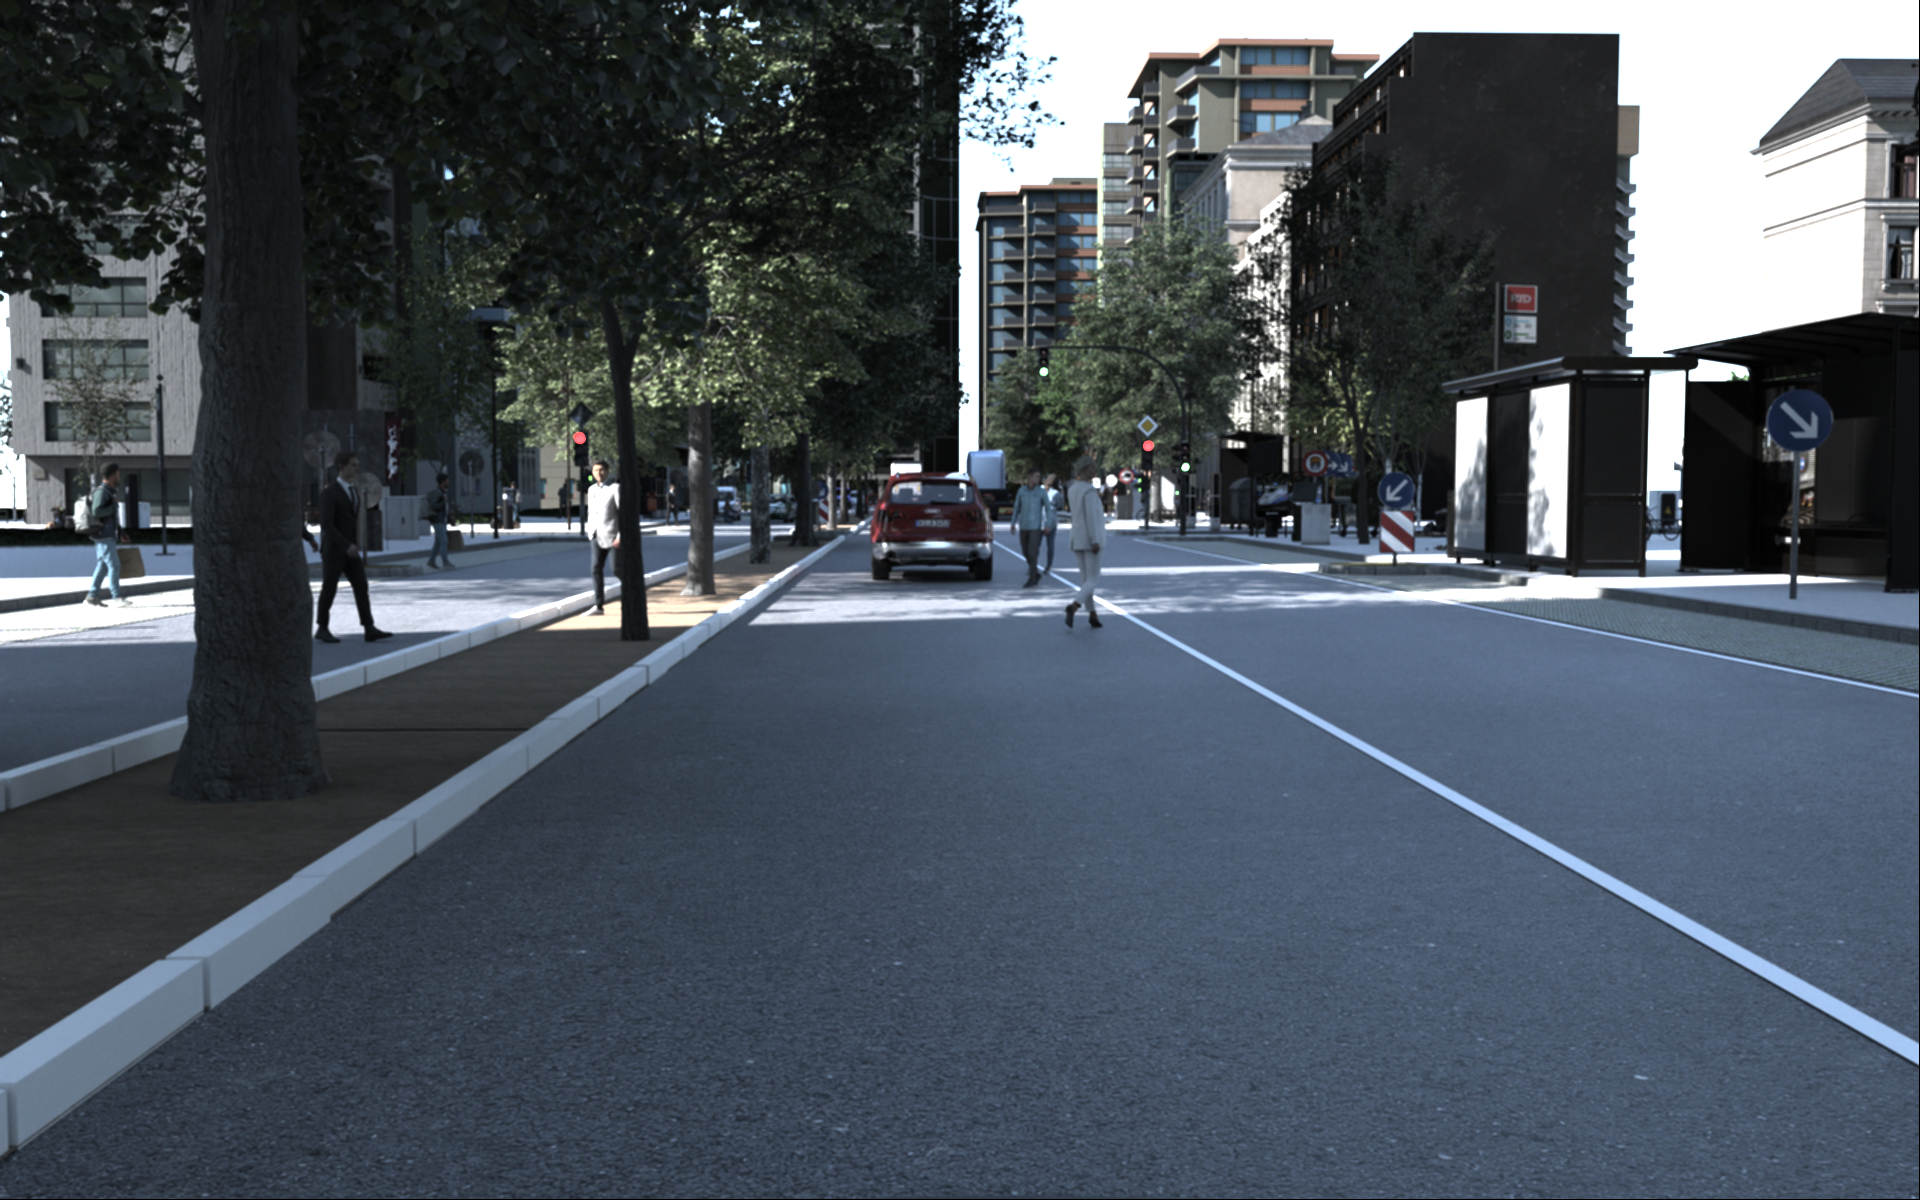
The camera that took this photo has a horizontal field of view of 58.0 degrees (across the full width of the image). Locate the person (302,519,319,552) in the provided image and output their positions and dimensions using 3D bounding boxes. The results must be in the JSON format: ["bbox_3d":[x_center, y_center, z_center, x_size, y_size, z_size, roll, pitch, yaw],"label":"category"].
[{"bbox_3d":[-6.804,-0.509,17.173,0.721,1.781,0.623,1,4,21],"label":"person"}]

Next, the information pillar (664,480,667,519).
[{"bbox_3d":[-15.376,-5.201,89.530,0.304,2.012,0.304,1,4,18],"label":"information pillar"}]

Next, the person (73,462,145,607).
[{"bbox_3d":[-10.644,-0.808,21.701,0.713,1.824,0.794,0,4,1],"label":"person"}]

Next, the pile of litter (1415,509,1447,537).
[{"bbox_3d":[14.341,-2.299,51.557,1.719,0.858,1.176,3,5,41],"label":"pile of litter"}]

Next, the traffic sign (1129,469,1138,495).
[{"bbox_3d":[8.568,-5.301,86.780,0.768,2.556,0.104,0,3,0],"label":"traffic sign"}]

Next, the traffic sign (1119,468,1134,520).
[{"bbox_3d":[8.126,-5.160,84.464,0.768,2.556,0.104,0,4,5],"label":"traffic sign"}]

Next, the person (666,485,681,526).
[{"bbox_3d":[-12.623,-4.154,76.189,0.755,1.850,0.659,2,4,29],"label":"person"}]

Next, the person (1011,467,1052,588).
[{"bbox_3d":[1.155,-1.121,26.697,0.638,1.841,0.748,2,4,35],"label":"person"}]

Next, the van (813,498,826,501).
[{"bbox_3d":[-11.082,-7.565,130.706,2.013,2.044,4.112,0,4,-1],"label":"van"}]

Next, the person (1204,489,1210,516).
[{"bbox_3d":[14.730,-5.890,101.704,0.648,1.900,0.474,2,4,34],"label":"person"}]

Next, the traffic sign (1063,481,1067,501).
[{"bbox_3d":[8.339,-8.390,137.172,0.884,2.594,0.081,0,4,-1],"label":"traffic sign"}]

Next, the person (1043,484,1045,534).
[{"bbox_3d":[3.028,-3.262,62.182,0.374,1.781,0.599,3,4,37],"label":"person"}]

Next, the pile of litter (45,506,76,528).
[{"bbox_3d":[-32.655,-2.992,62.890,1.719,0.858,1.176,0,4,4],"label":"pile of litter"}]

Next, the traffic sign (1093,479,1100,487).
[{"bbox_3d":[8.868,-6.814,113.531,0.606,2.300,0.079,0,4,-1],"label":"traffic sign"}]

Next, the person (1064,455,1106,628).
[{"bbox_3d":[1.299,-0.611,18.363,0.514,1.842,0.818,3,5,42],"label":"person"}]

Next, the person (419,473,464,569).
[{"bbox_3d":[-9.780,-1.483,32.732,0.713,1.824,0.794,1,4,13],"label":"person"}]

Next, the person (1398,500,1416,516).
[{"bbox_3d":[15.714,-3.336,60.944,0.694,1.780,0.624,1,4,20],"label":"person"}]

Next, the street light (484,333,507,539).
[{"bbox_3d":[-13.379,-4.709,49.780,0.468,5.910,1.993,0,4,-2],"label":"street light"}]

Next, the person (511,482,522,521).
[{"bbox_3d":[-18.228,-3.932,70.680,0.721,1.781,0.623,3,5,39],"label":"person"}]

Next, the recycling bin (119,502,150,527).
[{"bbox_3d":[-25.345,-2.478,53.074,0.722,1.027,0.722,2,4,29],"label":"recycling bin"}]

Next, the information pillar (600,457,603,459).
[{"bbox_3d":[-18.439,-5.963,88.856,0.183,3.616,0.504,-2,4,-35],"label":"information pillar"}]

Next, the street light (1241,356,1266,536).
[{"bbox_3d":[8.957,-4.909,53.049,0.468,5.910,1.993,0,4,-2],"label":"street light"}]

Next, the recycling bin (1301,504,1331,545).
[{"bbox_3d":[9.056,-1.926,44.048,0.722,1.027,0.722,1,4,12],"label":"recycling bin"}]

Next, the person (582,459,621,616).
[{"bbox_3d":[-4.111,-0.739,20.426,0.661,1.843,0.795,3,4,36],"label":"person"}]

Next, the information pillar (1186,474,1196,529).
[{"bbox_3d":[8.437,-3.609,63.494,0.304,2.012,0.304,-2,4,-34],"label":"information pillar"}]

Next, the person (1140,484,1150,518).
[{"bbox_3d":[9.750,-5.197,91.104,0.616,1.811,0.778,-1,4,-12],"label":"person"}]

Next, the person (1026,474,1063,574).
[{"bbox_3d":[1.503,-1.354,30.903,0.793,1.790,0.793,-2,4,-30],"label":"person"}]

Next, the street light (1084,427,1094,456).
[{"bbox_3d":[7.458,-7.804,100.378,0.468,5.910,1.993,0,4,-2],"label":"street light"}]

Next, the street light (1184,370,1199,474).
[{"bbox_3d":[8.564,-5.616,64.603,0.468,5.910,1.993,0,4,-2],"label":"street light"}]

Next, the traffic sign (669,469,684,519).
[{"bbox_3d":[-14.585,-5.445,89.129,0.768,2.556,0.104,0,4,8],"label":"traffic sign"}]

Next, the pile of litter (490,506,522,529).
[{"bbox_3d":[-16.601,-3.036,63.605,1.176,0.858,1.719,2,4,24],"label":"pile of litter"}]

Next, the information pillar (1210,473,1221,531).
[{"bbox_3d":[8.939,-3.436,60.672,0.304,2.012,0.304,-1,4,-12],"label":"information pillar"}]

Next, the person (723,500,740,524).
[{"bbox_3d":[-11.054,-4.255,83.570,0.738,1.151,1.012,3,4,37],"label":"person"}]

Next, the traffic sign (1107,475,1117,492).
[{"bbox_3d":[9.944,-6.955,113.815,0.768,2.556,0.104,0,4,4],"label":"traffic sign"}]

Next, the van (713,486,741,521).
[{"bbox_3d":[-12.633,-5.221,92.377,2.013,2.044,4.112,0,4,-2],"label":"van"}]

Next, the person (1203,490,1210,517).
[{"bbox_3d":[13.914,-5.492,95.618,0.755,1.850,0.659,-3,5,-39],"label":"person"}]

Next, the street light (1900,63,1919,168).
[{"bbox_3d":[9.981,-2.721,17.272,0.468,5.910,1.993,0,4,-2],"label":"street light"}]

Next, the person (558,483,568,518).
[{"bbox_3d":[-20.887,-5.212,91.063,0.655,1.846,0.447,-2,4,-29],"label":"person"}]

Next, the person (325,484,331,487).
[{"bbox_3d":[-20.487,-2.934,56.572,0.850,1.850,0.679,2,4,25],"label":"person"}]

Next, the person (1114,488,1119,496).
[{"bbox_3d":[15.246,-9.950,168.670,0.705,1.831,1.348,3,4,38],"label":"person"}]

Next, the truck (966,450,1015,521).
[{"bbox_3d":[1.672,-6.775,100.534,2.967,4.110,18.799,0,4,-1],"label":"truck"}]

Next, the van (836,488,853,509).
[{"bbox_3d":[-11.422,-9.920,166.572,2.240,2.365,5.245,0,4,-4],"label":"van"}]

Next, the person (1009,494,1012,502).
[{"bbox_3d":[5.908,-12.061,206.479,0.697,1.427,0.421,2,4,32],"label":"person"}]

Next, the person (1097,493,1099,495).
[{"bbox_3d":[14.755,-10.668,181.190,1.217,1.735,0.721,-2,4,-32],"label":"person"}]

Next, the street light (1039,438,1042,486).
[{"bbox_3d":[6.391,-9.992,136.154,0.468,5.910,1.993,0,4,-2],"label":"street light"}]

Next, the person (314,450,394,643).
[{"bbox_3d":[-5.886,-0.516,16.715,0.755,1.850,0.659,1,4,13],"label":"person"}]

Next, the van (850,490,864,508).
[{"bbox_3d":[-10.988,-10.849,184.389,2.013,2.044,4.112,0,4,0],"label":"van"}]

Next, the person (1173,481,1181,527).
[{"bbox_3d":[8.740,-3.818,68.309,0.661,1.843,0.795,1,4,14],"label":"person"}]

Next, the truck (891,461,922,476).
[{"bbox_3d":[-4.754,-9.968,151.889,2.839,4.237,11.283,0,4,-3],"label":"truck"}]

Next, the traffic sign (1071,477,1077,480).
[{"bbox_3d":[8.503,-8.014,131.131,0.768,2.556,0.104,0,4,6],"label":"traffic sign"}]

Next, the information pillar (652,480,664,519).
[{"bbox_3d":[-15.432,-5.111,88.062,0.304,2.012,0.304,2,4,34],"label":"information pillar"}]

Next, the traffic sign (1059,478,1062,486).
[{"bbox_3d":[7.674,-8.309,135.958,0.768,2.556,0.104,0,4,5],"label":"traffic sign"}]

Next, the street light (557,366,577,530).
[{"bbox_3d":[-13.856,-5.411,61.263,0.468,5.910,1.993,0,4,-2],"label":"street light"}]
